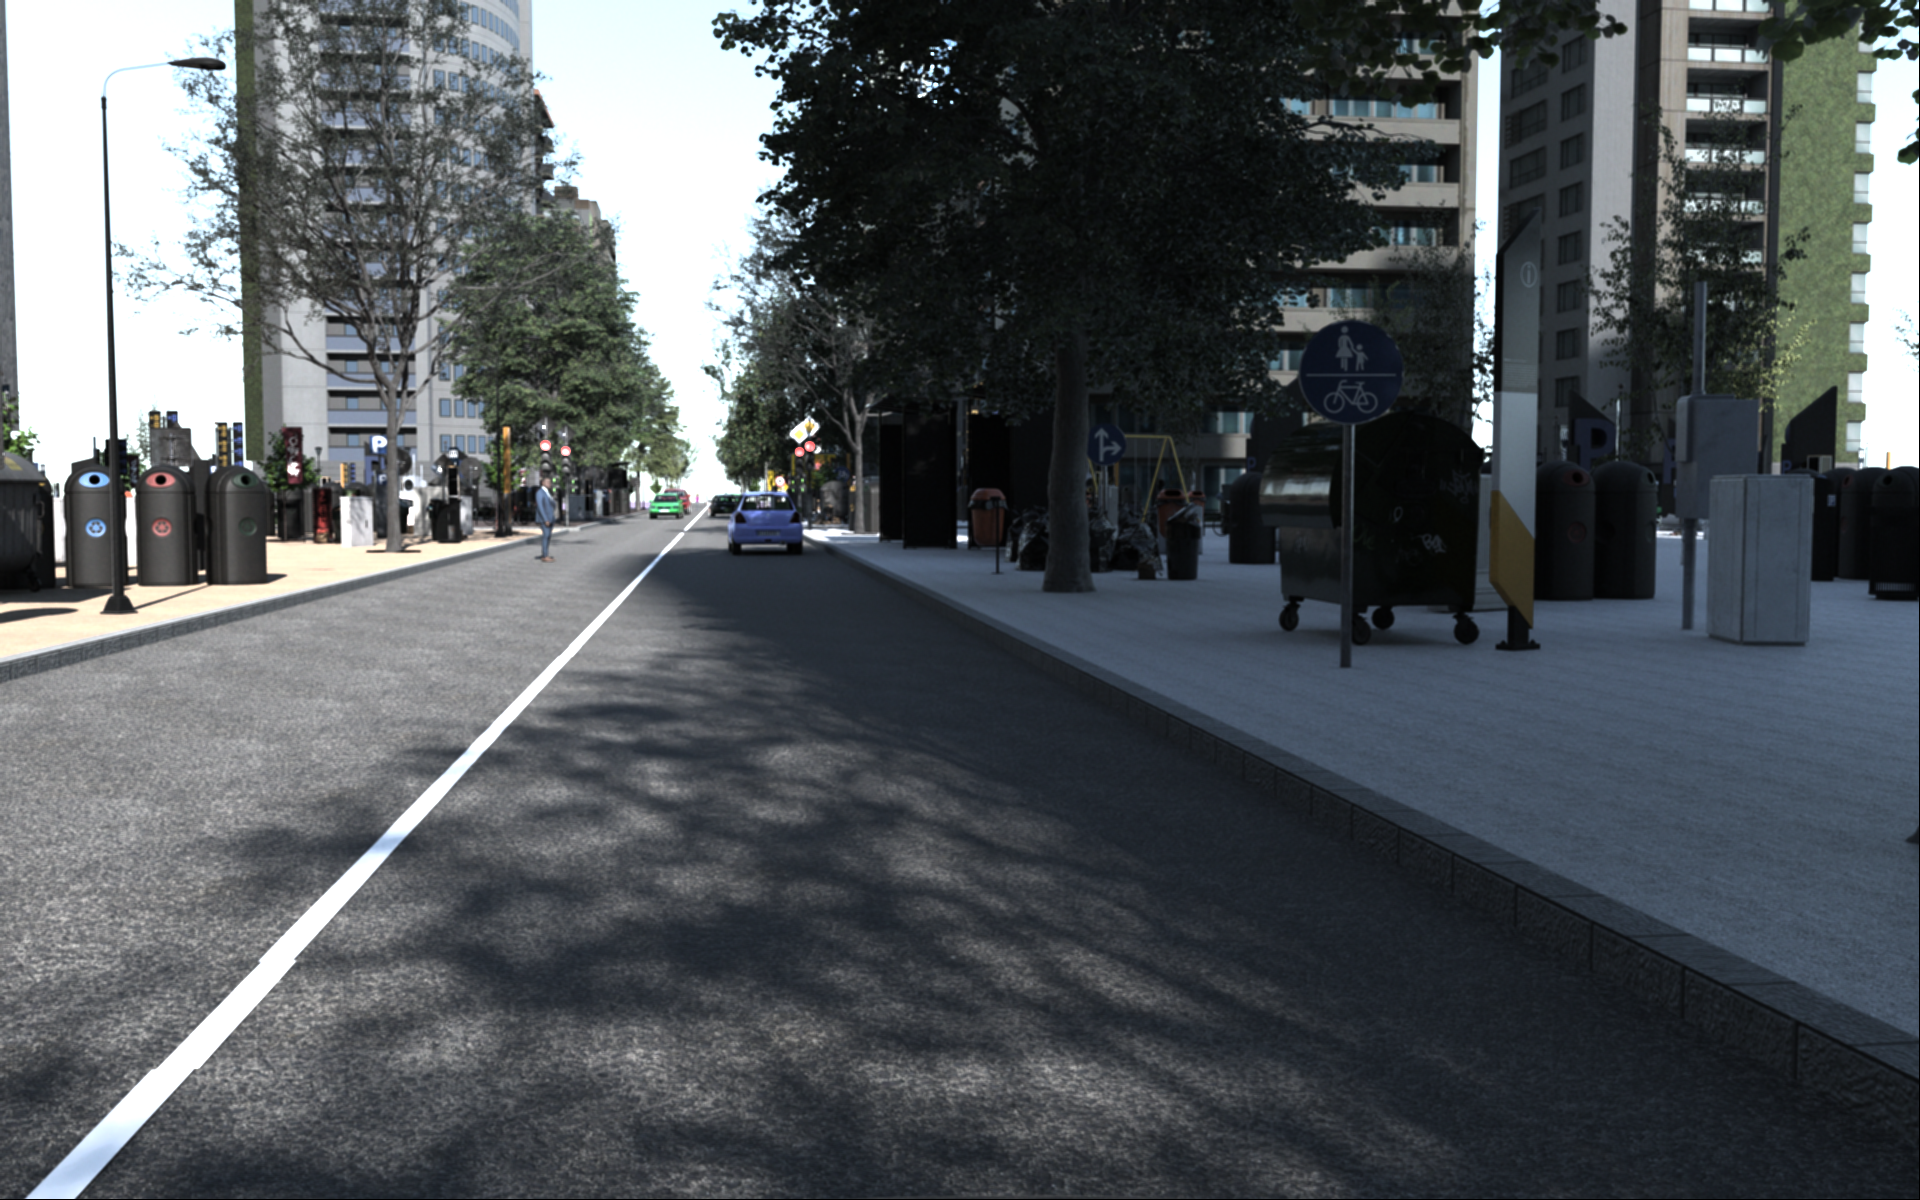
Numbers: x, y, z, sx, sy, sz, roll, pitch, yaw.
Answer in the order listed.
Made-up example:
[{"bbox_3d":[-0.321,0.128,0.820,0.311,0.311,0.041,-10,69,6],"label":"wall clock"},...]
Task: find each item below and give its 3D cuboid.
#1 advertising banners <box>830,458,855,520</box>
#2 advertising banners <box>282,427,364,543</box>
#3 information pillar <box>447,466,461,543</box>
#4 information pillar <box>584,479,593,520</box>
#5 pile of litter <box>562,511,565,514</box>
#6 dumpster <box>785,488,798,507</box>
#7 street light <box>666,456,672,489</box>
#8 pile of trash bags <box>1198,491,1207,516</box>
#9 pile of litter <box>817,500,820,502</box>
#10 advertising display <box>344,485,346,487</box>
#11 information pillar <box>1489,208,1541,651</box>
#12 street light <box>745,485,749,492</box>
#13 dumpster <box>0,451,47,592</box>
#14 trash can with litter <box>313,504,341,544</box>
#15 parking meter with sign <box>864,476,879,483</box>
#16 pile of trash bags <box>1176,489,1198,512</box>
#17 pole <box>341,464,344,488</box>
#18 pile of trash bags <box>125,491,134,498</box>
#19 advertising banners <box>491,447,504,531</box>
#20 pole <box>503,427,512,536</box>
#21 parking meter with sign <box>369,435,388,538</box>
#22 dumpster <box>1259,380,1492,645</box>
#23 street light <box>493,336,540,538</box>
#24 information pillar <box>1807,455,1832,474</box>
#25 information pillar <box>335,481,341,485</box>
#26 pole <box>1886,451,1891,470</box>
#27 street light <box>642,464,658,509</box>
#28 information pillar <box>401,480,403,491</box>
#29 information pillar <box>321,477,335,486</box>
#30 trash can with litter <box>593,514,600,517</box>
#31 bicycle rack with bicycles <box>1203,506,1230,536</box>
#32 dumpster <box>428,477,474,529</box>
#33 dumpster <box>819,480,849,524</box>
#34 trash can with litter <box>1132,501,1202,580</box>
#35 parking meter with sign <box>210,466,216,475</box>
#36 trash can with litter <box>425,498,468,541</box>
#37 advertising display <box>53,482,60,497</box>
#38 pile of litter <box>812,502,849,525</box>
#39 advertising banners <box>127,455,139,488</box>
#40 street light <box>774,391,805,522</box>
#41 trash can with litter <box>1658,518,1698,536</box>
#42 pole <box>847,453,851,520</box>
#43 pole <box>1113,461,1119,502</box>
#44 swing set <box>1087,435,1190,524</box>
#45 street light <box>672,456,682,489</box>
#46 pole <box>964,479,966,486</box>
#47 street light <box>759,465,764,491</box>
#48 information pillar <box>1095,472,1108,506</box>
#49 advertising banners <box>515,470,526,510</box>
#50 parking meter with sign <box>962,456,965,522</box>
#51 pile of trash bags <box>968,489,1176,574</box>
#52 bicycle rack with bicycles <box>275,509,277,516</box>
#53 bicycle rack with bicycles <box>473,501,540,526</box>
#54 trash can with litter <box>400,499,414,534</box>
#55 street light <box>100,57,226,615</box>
[{"bbox_3d":[-5.706,-5.399,84.455,0.090,3.025,2.074,2,4,33],"label":"advertising banners"},{"bbox_3d":[-16.623,-2.998,45.210,2.074,3.025,0.090,0,4,-2],"label":"advertising banners"},{"bbox_3d":[-13.357,-2.520,45.700,0.304,2.012,0.304,-1,4,-12],"label":"information pillar"},{"bbox_3d":[-18.173,-4.913,84.824,0.304,2.012,0.304,1,4,15],"label":"information pillar"},{"bbox_3d":[-24.812,-5.841,109.460,1.176,0.858,1.719,-2,4,-23],"label":"pile of litter"},{"bbox_3d":[-9.626,-5.897,102.180,1.264,1.857,1.865,0,4,-8],"label":"dumpster"},{"bbox_3d":[-30.541,-12.543,177.616,1.470,5.913,1.316,0,4,-8],"label":"street light"},{"bbox_3d":[5.471,-2.465,50.056,3.447,1.369,1.912,-1,4,-14],"label":"pile of trash bags"},{"bbox_3d":[-11.525,-7.643,138.933,1.719,0.858,1.176,-2,4,-28],"label":"pile of litter"},{"bbox_3d":[-44.502,-7.308,124.703,0.974,1.923,0.123,2,4,31],"label":"advertising display"},{"bbox_3d":[4.546,-1.395,14.163,0.504,3.616,0.183,-2,4,-35],"label":"information pillar"},{"bbox_3d":[-18.475,-11.166,155.110,1.470,5.913,1.316,0,4,-8],"label":"street light"},{"bbox_3d":[-12.510,-0.984,21.844,1.264,1.857,1.865,0,4,-8],"label":"dumpster"},{"bbox_3d":[-16.163,-2.037,44.699,1.055,1.170,0.624,0,4,-5],"label":"trash can with litter"},{"bbox_3d":[-3.676,-4.692,72.982,1.738,3.016,0.543,-3,5,-39],"label":"parking meter with sign"},{"bbox_3d":[2.570,-1.397,32.601,3.447,1.369,1.912,0,4,0],"label":"pile of trash bags"},{"bbox_3d":[-41.711,-7.532,116.985,0.158,3.312,0.155,0,3,0],"label":"pole"},{"bbox_3d":[-49.481,-5.872,105.759,3.447,1.369,1.912,3,5,44],"label":"pile of trash bags"},{"bbox_3d":[-16.202,-3.941,60.616,0.090,3.025,2.074,-2,4,-25],"label":"advertising banners"},{"bbox_3d":[-13.770,-3.600,52.703,0.158,3.312,0.155,0,3,0],"label":"pole"},{"bbox_3d":[-16.984,-3.339,50.862,0.543,3.016,1.738,-1,4,-21],"label":"parking meter with sign"},{"bbox_3d":[3.689,-0.794,15.469,1.502,2.255,1.985,0,4,-8],"label":"dumpster"},{"bbox_3d":[-13.054,-4.801,51.040,1.470,5.913,1.316,0,4,-8],"label":"street light"},{"bbox_3d":[16.336,-1.742,32.970,0.304,2.012,0.304,-1,4,-21],"label":"information pillar"},{"bbox_3d":[-36.273,-5.902,100.994,0.304,2.012,0.304,3,4,38],"label":"information pillar"},{"bbox_3d":[44.159,-5.419,82.447,0.158,3.312,0.155,0,3,0],"label":"pole"},{"bbox_3d":[-25.999,-10.558,145.167,1.470,5.913,1.316,0,4,-8],"label":"street light"},{"bbox_3d":[-29.754,-5.408,92.908,0.304,2.012,0.304,-2,4,-34],"label":"information pillar"},{"bbox_3d":[-27.482,-4.321,75.143,0.304,2.012,0.304,1,4,10],"label":"information pillar"},{"bbox_3d":[-21.210,-5.377,98.974,1.678,1.210,2.233,-2,4,-28],"label":"trash can with litter"},{"bbox_3d":[8.799,-2.380,52.287,2.925,0.926,2.852,-1,4,-23],"label":"bicycle rack with bicycles"},{"bbox_3d":[-16.450,-3.068,55.926,1.264,1.857,1.865,0,4,-8],"label":"dumpster"},{"bbox_3d":[-5.370,-4.205,74.508,1.264,1.857,1.865,0,4,-8],"label":"dumpster"},{"bbox_3d":[3.096,-0.891,25.959,1.055,1.170,0.624,0,4,6],"label":"trash can with litter"},{"bbox_3d":[-46.820,-6.920,109.404,0.543,3.016,1.738,-1,4,-10],"label":"parking meter with sign"},{"bbox_3d":[-14.118,-2.216,47.621,0.624,1.170,1.055,3,4,38],"label":"trash can with litter"},{"bbox_3d":[-49.620,-5.499,95.123,0.123,1.923,0.974,-3,5,-41],"label":"advertising display"},{"bbox_3d":[-5.457,-3.575,72.412,1.719,0.858,1.176,0,4,4],"label":"pile of litter"},{"bbox_3d":[-36.333,-4.990,77.777,2.074,3.025,0.090,0,4,1],"label":"advertising banners"},{"bbox_3d":[-7.719,-6.462,78.193,1.470,5.913,1.316,0,4,-8],"label":"street light"},{"bbox_3d":[22.377,-2.624,53.960,1.678,1.210,2.233,2,4,31],"label":"trash can with litter"},{"bbox_3d":[-5.555,-5.668,86.515,0.158,3.312,0.155,0,3,0],"label":"pole"},{"bbox_3d":[5.751,-4.283,63.877,0.158,3.312,0.155,0,3,0],"label":"pole"},{"bbox_3d":[4.487,-2.961,46.024,3.119,2.851,2.862,-2,4,-30],"label":"swing set"},{"bbox_3d":[-37.367,-15.549,226.769,1.470,5.913,1.316,0,4,-8],"label":"street light"},{"bbox_3d":[0.246,-6.318,97.136,0.158,3.312,0.155,0,3,0],"label":"pole"},{"bbox_3d":[-12.448,-8.513,111.729,1.470,5.913,1.316,0,4,-8],"label":"street light"},{"bbox_3d":[4.625,-3.188,56.616,0.304,2.012,0.304,-2,4,-25],"label":"information pillar"},{"bbox_3d":[-32.529,-7.945,126.091,2.074,3.025,0.090,1,4,9],"label":"advertising banners"},{"bbox_3d":[-0.668,-5.045,78.754,1.738,3.016,0.543,0,4,-6],"label":"parking meter with sign"},{"bbox_3d":[1.624,-1.168,28.850,3.447,1.369,1.912,-2,4,-35],"label":"pile of trash bags"},{"bbox_3d":[-39.512,-5.034,95.684,2.852,0.926,2.925,-2,4,-28],"label":"bicycle rack with bicycles"},{"bbox_3d":[-18.491,-3.554,71.497,2.852,0.926,2.925,3,5,43],"label":"bicycle rack with bicycles"},{"bbox_3d":[-17.812,-2.716,55.797,1.055,1.170,0.624,1,4,20],"label":"trash can with litter"},{"bbox_3d":[-8.500,-2.811,18.497,1.470,5.913,1.316,0,4,-8],"label":"street light"}]
